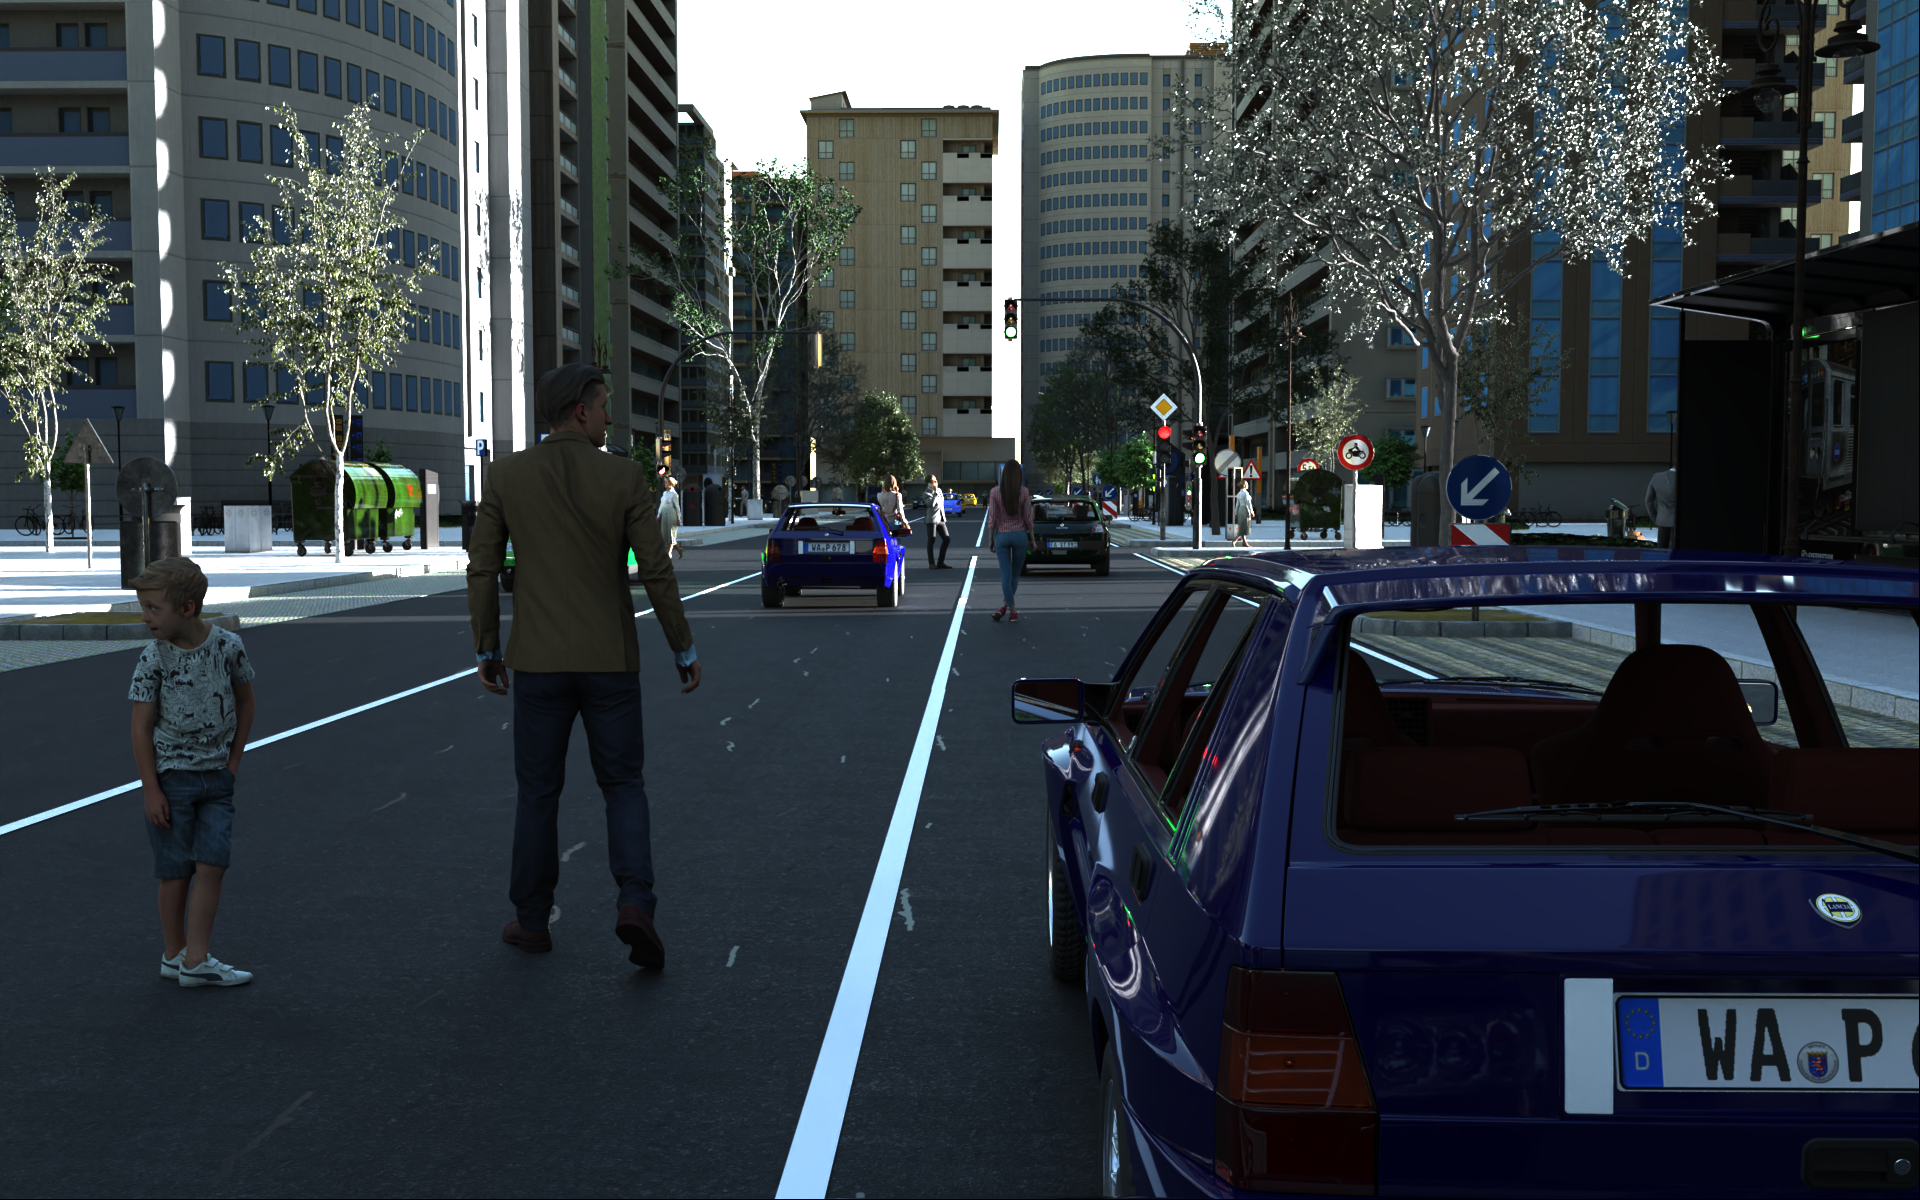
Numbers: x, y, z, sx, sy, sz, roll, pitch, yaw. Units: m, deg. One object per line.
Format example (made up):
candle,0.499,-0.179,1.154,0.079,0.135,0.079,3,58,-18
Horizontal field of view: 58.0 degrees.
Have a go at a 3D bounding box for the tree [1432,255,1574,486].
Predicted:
tree,16.287,-6.289,53.182,4.360,8.622,3.978,0,3,0

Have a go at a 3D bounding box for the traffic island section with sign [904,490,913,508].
traffic island section with sign,-5.647,-10.314,177.256,1.989,1.847,2.006,0,4,1

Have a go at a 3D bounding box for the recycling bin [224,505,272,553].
recycling bin,-15.678,-1.565,38.149,0.722,1.027,0.722,1,4,23

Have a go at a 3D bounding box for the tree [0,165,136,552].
tree,-20.372,-5.359,37.985,4.360,8.622,3.978,0,3,0

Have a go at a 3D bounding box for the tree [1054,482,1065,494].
tree,11.081,-12.300,195.699,1.663,3.219,1.824,0,3,0

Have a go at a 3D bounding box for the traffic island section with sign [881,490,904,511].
traffic island section with sign,-6.151,-8.665,150.306,1.989,1.847,2.006,0,4,1

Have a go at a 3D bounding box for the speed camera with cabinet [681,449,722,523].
speed camera with cabinet,-11.475,-5.044,76.798,2.038,3.252,0.660,3,4,36

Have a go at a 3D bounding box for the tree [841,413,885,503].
tree,-8.600,-12.686,157.783,4.737,8.622,4.395,0,3,0

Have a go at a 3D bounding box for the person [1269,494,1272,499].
person,22.991,-7.287,125.712,1.217,1.766,0.721,-1,4,-13

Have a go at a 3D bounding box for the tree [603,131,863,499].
tree,-11.848,-14.414,91.557,12.611,20.169,13.585,0,3,0

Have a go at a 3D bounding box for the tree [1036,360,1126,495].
tree,9.441,-12.708,133.526,9.928,11.665,9.643,0,3,0

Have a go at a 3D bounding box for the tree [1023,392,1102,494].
tree,11.568,-17.125,186.647,9.857,13.997,8.962,0,3,0

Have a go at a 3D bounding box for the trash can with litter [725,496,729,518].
trash can with litter,-12.967,-5.011,93.324,1.055,1.170,0.624,2,4,27

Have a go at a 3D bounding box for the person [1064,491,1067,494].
person,10.902,-10.480,178.861,0.415,1.643,0.593,-2,4,-32

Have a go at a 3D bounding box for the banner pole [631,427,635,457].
banner pole,-12.189,-4.561,64.590,0.401,3.779,0.863,-1,4,-19

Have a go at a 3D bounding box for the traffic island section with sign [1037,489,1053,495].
traffic island section with sign,7.560,-8.649,150.043,1.989,1.847,2.006,0,4,1

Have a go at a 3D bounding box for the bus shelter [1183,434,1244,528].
bus shelter,10.090,-4.760,69.115,1.731,3.624,6.357,0,4,1

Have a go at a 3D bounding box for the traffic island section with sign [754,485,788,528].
traffic island section with sign,-7.581,-3.951,73.225,1.989,1.847,2.006,0,4,1

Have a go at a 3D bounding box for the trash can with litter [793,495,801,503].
trash can with litter,-10.131,-5.652,103.468,2.233,1.210,1.678,-2,4,-33

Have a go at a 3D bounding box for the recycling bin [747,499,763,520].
recycling bin,-10.076,-4.432,85.019,0.722,1.027,0.722,-1,4,-12

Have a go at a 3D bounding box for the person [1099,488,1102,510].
person,11.172,-8.037,138.258,0.445,1.727,0.742,0,4,-4

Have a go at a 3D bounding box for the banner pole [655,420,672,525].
banner pole,-10.140,-4.221,59.031,0.401,3.779,0.863,3,5,41

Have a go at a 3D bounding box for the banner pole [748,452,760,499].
banner pole,-12.266,-6.895,102.744,0.863,3.779,0.401,0,4,-6

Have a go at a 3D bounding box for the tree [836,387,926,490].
tree,-8.853,-16.390,184.979,9.611,12.733,9.660,0,3,0

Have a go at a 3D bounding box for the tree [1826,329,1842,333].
tree,34.656,-7.112,66.637,4.360,8.622,3.978,0,3,0

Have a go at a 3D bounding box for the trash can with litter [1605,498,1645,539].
trash can with litter,18.252,-2.208,47.491,0.624,1.170,1.055,-3,5,-41

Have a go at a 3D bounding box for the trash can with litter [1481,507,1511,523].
trash can with litter,12.022,-1.729,39.658,1.055,1.170,0.624,-2,4,-25

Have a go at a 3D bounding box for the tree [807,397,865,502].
tree,-9.179,-11.076,131.456,4.360,8.622,3.978,0,3,0

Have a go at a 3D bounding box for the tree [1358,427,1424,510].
tree,20.922,-6.167,84.545,4.285,4.588,4.351,0,3,0

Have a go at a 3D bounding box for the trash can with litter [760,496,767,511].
trash can with litter,-13.669,-6.609,119.442,0.624,1.170,1.055,0,4,8

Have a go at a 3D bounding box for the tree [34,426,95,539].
tree,-25.340,-3.354,49.445,1.663,3.219,1.824,0,3,0

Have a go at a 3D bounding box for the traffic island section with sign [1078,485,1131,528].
traffic island section with sign,6.139,-3.931,72.901,1.989,1.847,2.006,0,4,1

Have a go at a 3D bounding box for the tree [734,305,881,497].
tree,-10.202,-12.308,111.598,12.009,13.543,11.850,0,3,0

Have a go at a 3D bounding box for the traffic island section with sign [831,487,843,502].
traffic island section with sign,-7.077,-5.599,100.176,1.989,1.847,2.006,0,4,1

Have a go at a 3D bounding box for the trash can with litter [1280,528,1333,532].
trash can with litter,11.914,-2.935,59.053,1.678,1.210,2.233,0,4,-2

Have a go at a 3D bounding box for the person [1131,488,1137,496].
person,13.618,-7.754,133.543,1.217,1.735,0.721,-1,4,-22

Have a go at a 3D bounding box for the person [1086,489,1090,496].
person,13.565,-10.961,185.116,0.709,1.838,0.599,1,4,16

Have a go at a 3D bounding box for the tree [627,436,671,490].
tree,-10.377,-3.825,57.138,1.663,3.219,1.824,0,3,0

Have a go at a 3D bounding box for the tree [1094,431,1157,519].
tree,9.501,-6.468,89.459,4.285,4.588,4.351,0,3,0

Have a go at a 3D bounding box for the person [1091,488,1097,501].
person,11.245,-8.518,145.298,0.705,1.826,1.348,2,4,30

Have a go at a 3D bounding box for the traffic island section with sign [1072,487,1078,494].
traffic island section with sign,6.631,-5.579,99.851,1.989,1.847,2.006,0,4,1

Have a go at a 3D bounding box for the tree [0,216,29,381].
tree,-20.227,-5.876,30.480,7.601,10.594,8.767,1,4,12

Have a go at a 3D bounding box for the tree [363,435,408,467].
tree,-19.026,-3.834,57.288,1.663,3.219,1.824,0,3,0

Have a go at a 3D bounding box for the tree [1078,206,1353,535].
tree,8.060,-7.341,54.431,8.767,10.594,7.601,0,4,-1

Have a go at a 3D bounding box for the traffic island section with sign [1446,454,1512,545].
traffic island section with sign,5.114,-0.583,18.158,1.989,1.847,2.006,0,4,1

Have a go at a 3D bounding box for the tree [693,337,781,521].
tree,-10.701,-8.056,82.070,4.360,8.622,3.978,0,3,0

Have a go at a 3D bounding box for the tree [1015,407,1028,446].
tree,9.962,-12.515,114.996,12.009,13.543,11.850,0,3,0

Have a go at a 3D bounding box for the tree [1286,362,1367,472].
tree,19.687,-8.735,93.182,4.360,8.622,3.978,0,3,0

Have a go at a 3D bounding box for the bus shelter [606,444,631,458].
bus shelter,-14.270,-4.492,67.366,2.014,3.302,5.546,0,4,1

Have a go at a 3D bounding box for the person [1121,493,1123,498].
person,16.092,-10.367,175.682,1.348,1.807,0.705,-3,5,-44

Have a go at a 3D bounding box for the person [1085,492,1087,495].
person,11.278,-9.220,156.892,1.348,1.812,0.705,-3,5,-40

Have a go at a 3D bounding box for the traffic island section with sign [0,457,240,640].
traffic island section with sign,-8.600,-0.560,17.791,1.989,1.847,2.006,0,4,1

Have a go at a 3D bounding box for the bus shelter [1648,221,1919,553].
bus shelter,9.145,-1.636,18.027,1.731,3.624,6.357,0,4,1

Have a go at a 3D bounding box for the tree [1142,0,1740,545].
tree,8.101,-7.238,28.709,12.009,13.543,11.850,0,3,0

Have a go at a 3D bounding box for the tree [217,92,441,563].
tree,-11.639,-5.003,32.164,4.360,8.622,3.978,0,3,0
